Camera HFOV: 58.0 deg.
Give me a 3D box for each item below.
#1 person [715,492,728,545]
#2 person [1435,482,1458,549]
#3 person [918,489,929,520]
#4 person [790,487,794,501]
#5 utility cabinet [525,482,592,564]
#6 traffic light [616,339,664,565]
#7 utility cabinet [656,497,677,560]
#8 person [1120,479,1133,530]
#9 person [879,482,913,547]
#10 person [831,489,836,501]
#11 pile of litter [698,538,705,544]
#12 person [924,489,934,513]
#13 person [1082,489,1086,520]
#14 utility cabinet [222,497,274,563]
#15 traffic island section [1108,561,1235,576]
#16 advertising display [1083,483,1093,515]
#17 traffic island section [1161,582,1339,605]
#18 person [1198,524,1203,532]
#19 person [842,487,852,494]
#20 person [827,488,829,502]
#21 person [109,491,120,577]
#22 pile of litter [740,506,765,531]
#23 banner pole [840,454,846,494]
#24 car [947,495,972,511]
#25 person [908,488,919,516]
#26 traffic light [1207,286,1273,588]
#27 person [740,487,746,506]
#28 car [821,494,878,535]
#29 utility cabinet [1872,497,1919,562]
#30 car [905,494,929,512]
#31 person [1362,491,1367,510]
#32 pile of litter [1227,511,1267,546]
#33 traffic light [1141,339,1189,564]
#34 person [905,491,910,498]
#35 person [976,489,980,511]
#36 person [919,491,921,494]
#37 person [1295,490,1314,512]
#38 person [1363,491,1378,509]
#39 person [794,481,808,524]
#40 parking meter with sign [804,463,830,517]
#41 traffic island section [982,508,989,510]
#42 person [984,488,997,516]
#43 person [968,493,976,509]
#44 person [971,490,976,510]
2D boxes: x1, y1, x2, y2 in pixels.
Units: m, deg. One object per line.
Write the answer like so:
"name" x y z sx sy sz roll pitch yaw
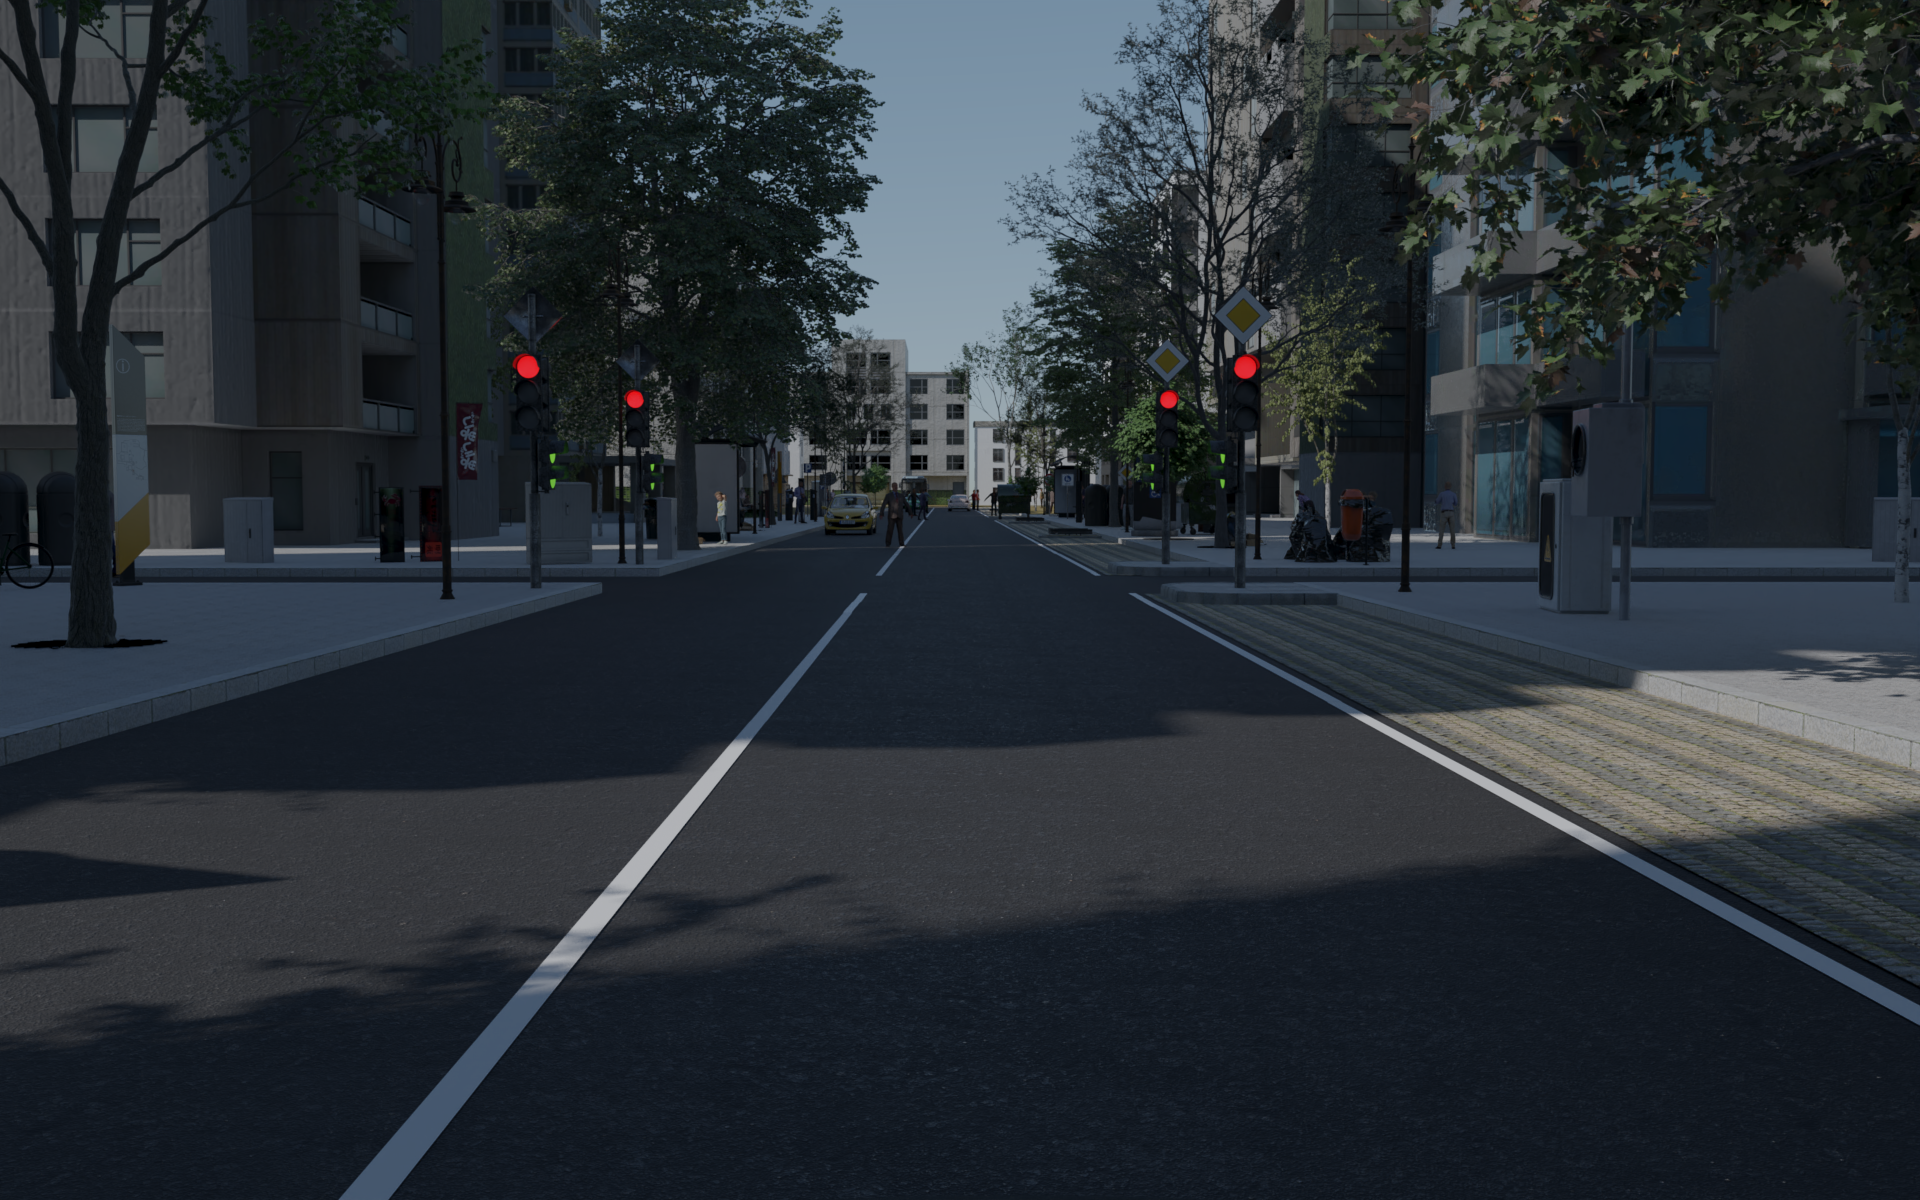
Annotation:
"person" -6.064 -2.091 44.139 0.435 1.345 0.340 2 4 31
"person" 11.366 -1.980 40.477 0.516 1.574 0.319 0 4 7
"person" -2.032 -5.249 95.235 0.530 1.710 0.541 -2 4 -29
"person" -11.523 -6.795 117.590 0.683 1.767 0.568 0 4 2
"utility cabinet" -7.337 -1.409 31.714 1.173 1.500 0.318 -3 4 -39
"traffic light" -5.820 -2.601 31.443 0.839 4.253 0.868 0 4 0
"utility cabinet" -5.795 -1.417 34.329 0.306 1.237 1.020 0 4 -3
"person" 6.063 -3.433 62.300 0.598 1.807 0.434 3 4 37
"person" -1.730 -2.331 47.160 0.990 1.755 0.434 -1 4 -19
"person" -11.288 -8.972 153.678 0.756 1.711 0.436 -2 4 -33
"pile of litter" -7.105 -1.860 44.378 1.176 0.858 1.719 0 4 5
"person" -2.529 -7.398 129.445 1.348 1.826 0.705 2 4 31
"person" 6.092 -4.833 85.511 0.683 1.767 0.568 1 4 12
"utility cabinet" -13.320 -1.300 32.415 1.020 1.237 0.306 2 4 27
"traffic island section" 3.781 -0.573 31.652 2.009 0.180 2.903 0 4 0
"advertising display" 7.575 -6.029 103.789 0.974 1.923 0.123 -2 4 -30
"traffic island section" 3.847 -0.085 23.668 2.009 0.180 2.903 0 4 0
"person" 8.216 -3.081 58.691 0.388 1.546 0.482 2 4 34
"person" -7.490 -6.693 115.551 1.350 1.814 0.705 -2 4 -31
"person" -9.937 -7.420 127.894 0.617 1.759 0.750 3 5 40
"person" -14.608 -1.234 29.495 0.431 1.722 0.655 0 4 -8
"pile of litter" -7.681 -2.842 60.432 1.719 0.858 1.176 1 4 10
"banner pole" -7.213 -7.131 106.610 0.401 3.779 0.863 -2 4 -29
"car" -0.046 -8.086 144.568 2.083 1.381 4.827 0 4 1
"person" -2.998 -6.422 113.522 0.705 1.821 1.348 3 5 41
"traffic light" 3.807 -2.118 23.553 0.839 4.253 0.868 0 4 0
"person" -14.236 -6.515 113.229 0.551 1.740 0.621 -1 4 -11
"car" -3.899 -3.163 61.938 2.015 1.641 3.980 0 4 0
"utility cabinet" 17.813 -1.317 32.702 1.020 1.237 0.306 2 4 27
"car" -3.457 -7.884 137.692 1.959 1.807 4.718 0 3 0
"person" 9.787 -1.997 42.601 0.435 1.345 0.340 -3 5 -39
"pile of litter" 7.016 -1.774 42.969 1.719 0.858 1.176 -2 4 -35
"traffic light" 3.740 -2.607 31.538 0.839 4.253 0.868 0 4 0
"person" -4.806 -9.316 161.635 1.217 1.723 0.721 -2 4 -28
"person" 1.526 -8.371 145.329 0.705 1.831 1.348 0 4 -4
"person" -3.728 -9.120 158.329 1.217 1.735 0.721 1 4 16
"person" 12.191 -3.186 61.373 0.697 1.427 0.421 2 4 35
"person" 8.662 -1.648 36.900 0.435 1.345 0.340 -1 4 -23
"person" -6.878 -4.237 75.184 0.599 1.838 0.709 3 5 43
"parking meter with sign" -8.003 -6.192 97.507 1.738 3.016 0.543 3 5 41
"traffic island section" 2.705 -8.421 160.556 1.991 0.108 1.994 0 4 0
"person" 2.214 -6.383 112.878 1.348 1.821 0.705 0 4 -4
"person" 1.316 -9.769 168.216 1.348 1.826 0.705 2 4 33
"person" 1.289 -8.877 153.574 0.705 1.831 1.348 2 4 27
